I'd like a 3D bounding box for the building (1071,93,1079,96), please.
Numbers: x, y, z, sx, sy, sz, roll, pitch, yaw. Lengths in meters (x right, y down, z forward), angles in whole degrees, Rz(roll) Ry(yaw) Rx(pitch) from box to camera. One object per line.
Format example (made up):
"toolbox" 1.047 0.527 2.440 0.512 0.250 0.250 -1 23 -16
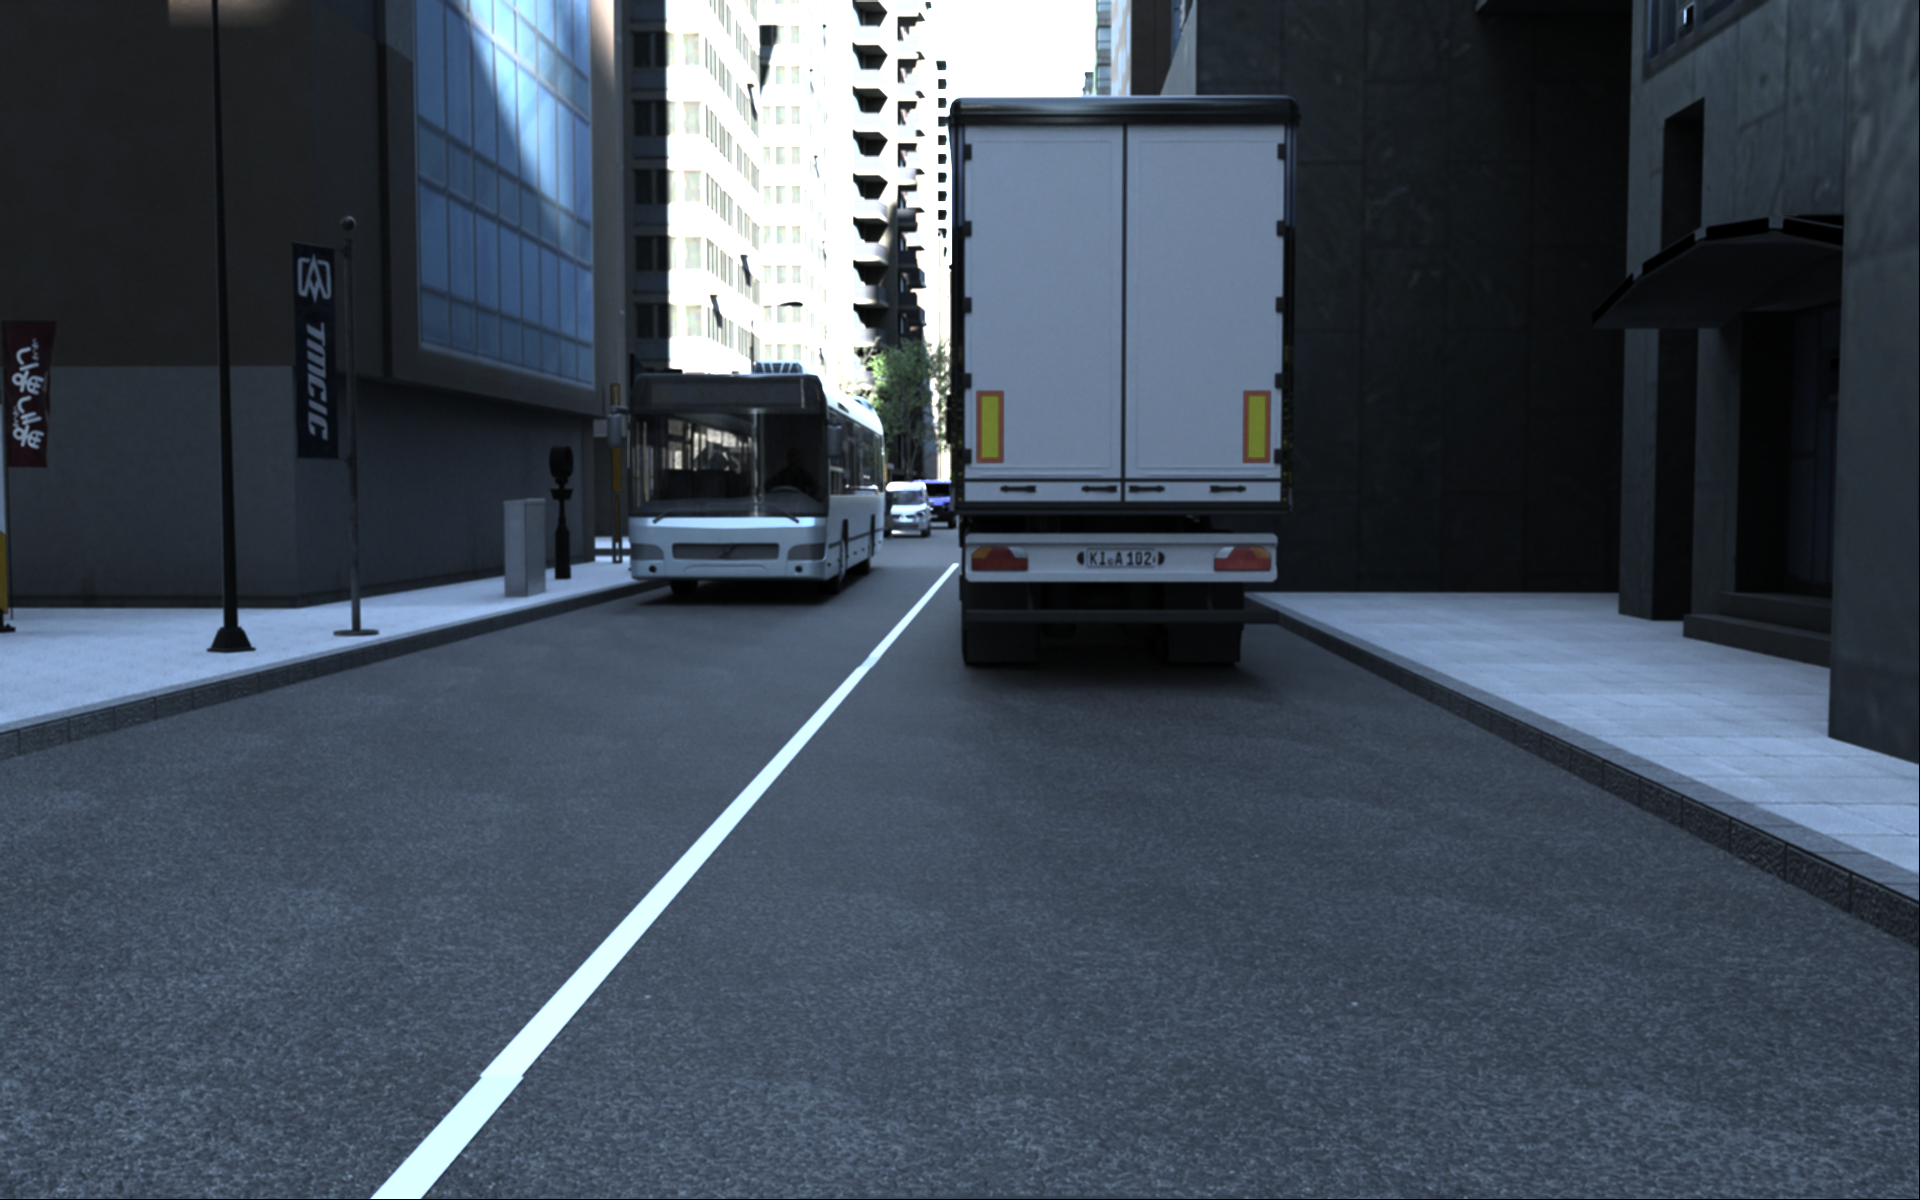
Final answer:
"building" 24.542 -43.972 260.939 21.231 58.520 28.212 0 4 2

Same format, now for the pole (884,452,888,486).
"pole" -3.607 -5.521 84.114 0.158 3.312 0.155 0 3 0

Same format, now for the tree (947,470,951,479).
"tree" 0.027 -12.773 192.544 4.285 4.588 4.351 0 3 0

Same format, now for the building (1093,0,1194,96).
"building" 16.444 -26.930 123.893 14.154 41.232 14.086 0 4 2

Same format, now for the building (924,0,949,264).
"building" -11.136 -56.145 230.644 22.319 86.520 31.000 0 4 2

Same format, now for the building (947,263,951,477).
"building" -7.671 -26.746 208.993 14.160 30.474 14.107 0 4 2

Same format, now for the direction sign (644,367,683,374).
"direction sign" -5.400 -2.396 31.169 0.876 3.537 0.379 -2 4 -26

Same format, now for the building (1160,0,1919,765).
"building" 14.019 -42.935 14.664 22.319 86.520 31.000 0 4 2

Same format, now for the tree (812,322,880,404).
"tree" -5.169 -7.583 74.350 4.360 8.622 3.978 0 3 0

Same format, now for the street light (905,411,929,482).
"street light" -2.514 -7.629 97.274 1.470 5.913 1.316 0 4 2

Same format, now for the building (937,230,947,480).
"building" -9.023 -25.127 182.526 14.160 30.474 14.107 0 4 2

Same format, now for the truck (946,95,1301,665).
"truck" 1.199 -1.768 17.826 2.839 4.237 11.283 0 4 0

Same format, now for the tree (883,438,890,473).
"tree" -4.872 -5.855 79.443 4.285 4.588 4.351 0 3 0

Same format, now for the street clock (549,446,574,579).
"street clock" -6.011 -1.321 26.161 0.358 2.002 0.471 0 4 5

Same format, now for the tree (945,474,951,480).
"tree" -0.883 -10.446 165.399 1.663 3.219 1.824 0 3 0

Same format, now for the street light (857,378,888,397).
"street light" -3.569 -5.929 69.480 1.470 5.913 1.316 0 4 2

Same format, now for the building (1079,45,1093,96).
"building" 23.265 -33.972 175.055 23.786 49.044 30.456 0 4 2

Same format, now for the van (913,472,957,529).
"van" -1.121 -4.217 73.324 2.240 2.365 5.245 0 4 2

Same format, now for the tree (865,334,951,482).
"tree" -3.180 -11.431 112.644 9.928 11.665 9.643 0 3 0

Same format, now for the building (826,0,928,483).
"building" -13.925 -29.177 131.675 22.147 44.769 28.867 0 4 2

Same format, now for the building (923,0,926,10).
"building" -9.819 -30.759 153.025 14.600 45.320 14.200 0 4 2

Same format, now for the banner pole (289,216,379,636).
"banner pole" -5.625 -1.559 15.514 0.401 3.779 0.863 2 4 28

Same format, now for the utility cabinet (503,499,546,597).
"utility cabinet" -5.551 -0.668 22.081 0.306 1.237 1.020 0 4 0

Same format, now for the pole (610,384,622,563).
"pole" -6.369 -2.339 32.089 0.158 3.312 0.155 0 3 0

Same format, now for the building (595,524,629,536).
"building" -19.733 -22.329 56.963 32.217 40.220 23.993 0 4 2

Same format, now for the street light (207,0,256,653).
"street light" -5.422 -2.534 13.968 1.470 5.913 1.316 0 4 2

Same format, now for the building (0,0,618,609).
"building" -13.871 -22.949 25.320 14.200 45.320 14.600 0 4 2

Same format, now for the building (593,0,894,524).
"building" -20.098 -24.581 93.773 32.217 40.220 23.993 0 4 2

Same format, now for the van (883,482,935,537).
"van" -1.852 -3.161 58.688 2.013 2.044 4.112 0 4 1

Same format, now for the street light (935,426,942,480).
"street light" -1.948 -8.954 118.945 1.470 5.913 1.316 0 4 2

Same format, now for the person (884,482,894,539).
"person" -2.362 -2.848 55.047 0.794 1.824 0.713 2 4 35

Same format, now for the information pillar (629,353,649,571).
"information pillar" -5.328 -2.303 29.004 0.183 3.616 0.504 2 4 32

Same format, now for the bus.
"bus" -2.882 -2.006 27.659 2.948 3.499 13.247 0 4 1

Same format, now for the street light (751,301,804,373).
"street light" -4.463 -4.240 41.859 1.470 5.913 1.316 0 4 2

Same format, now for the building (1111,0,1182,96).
"building" 13.397 -25.675 69.900 14.600 45.320 14.200 0 4 2

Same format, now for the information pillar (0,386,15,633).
"information pillar" -8.997 -1.497 15.838 0.183 3.616 0.504 2 4 30

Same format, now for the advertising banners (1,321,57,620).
"advertising banners" -10.183 -1.304 17.513 2.074 3.025 0.090 0 4 -6
